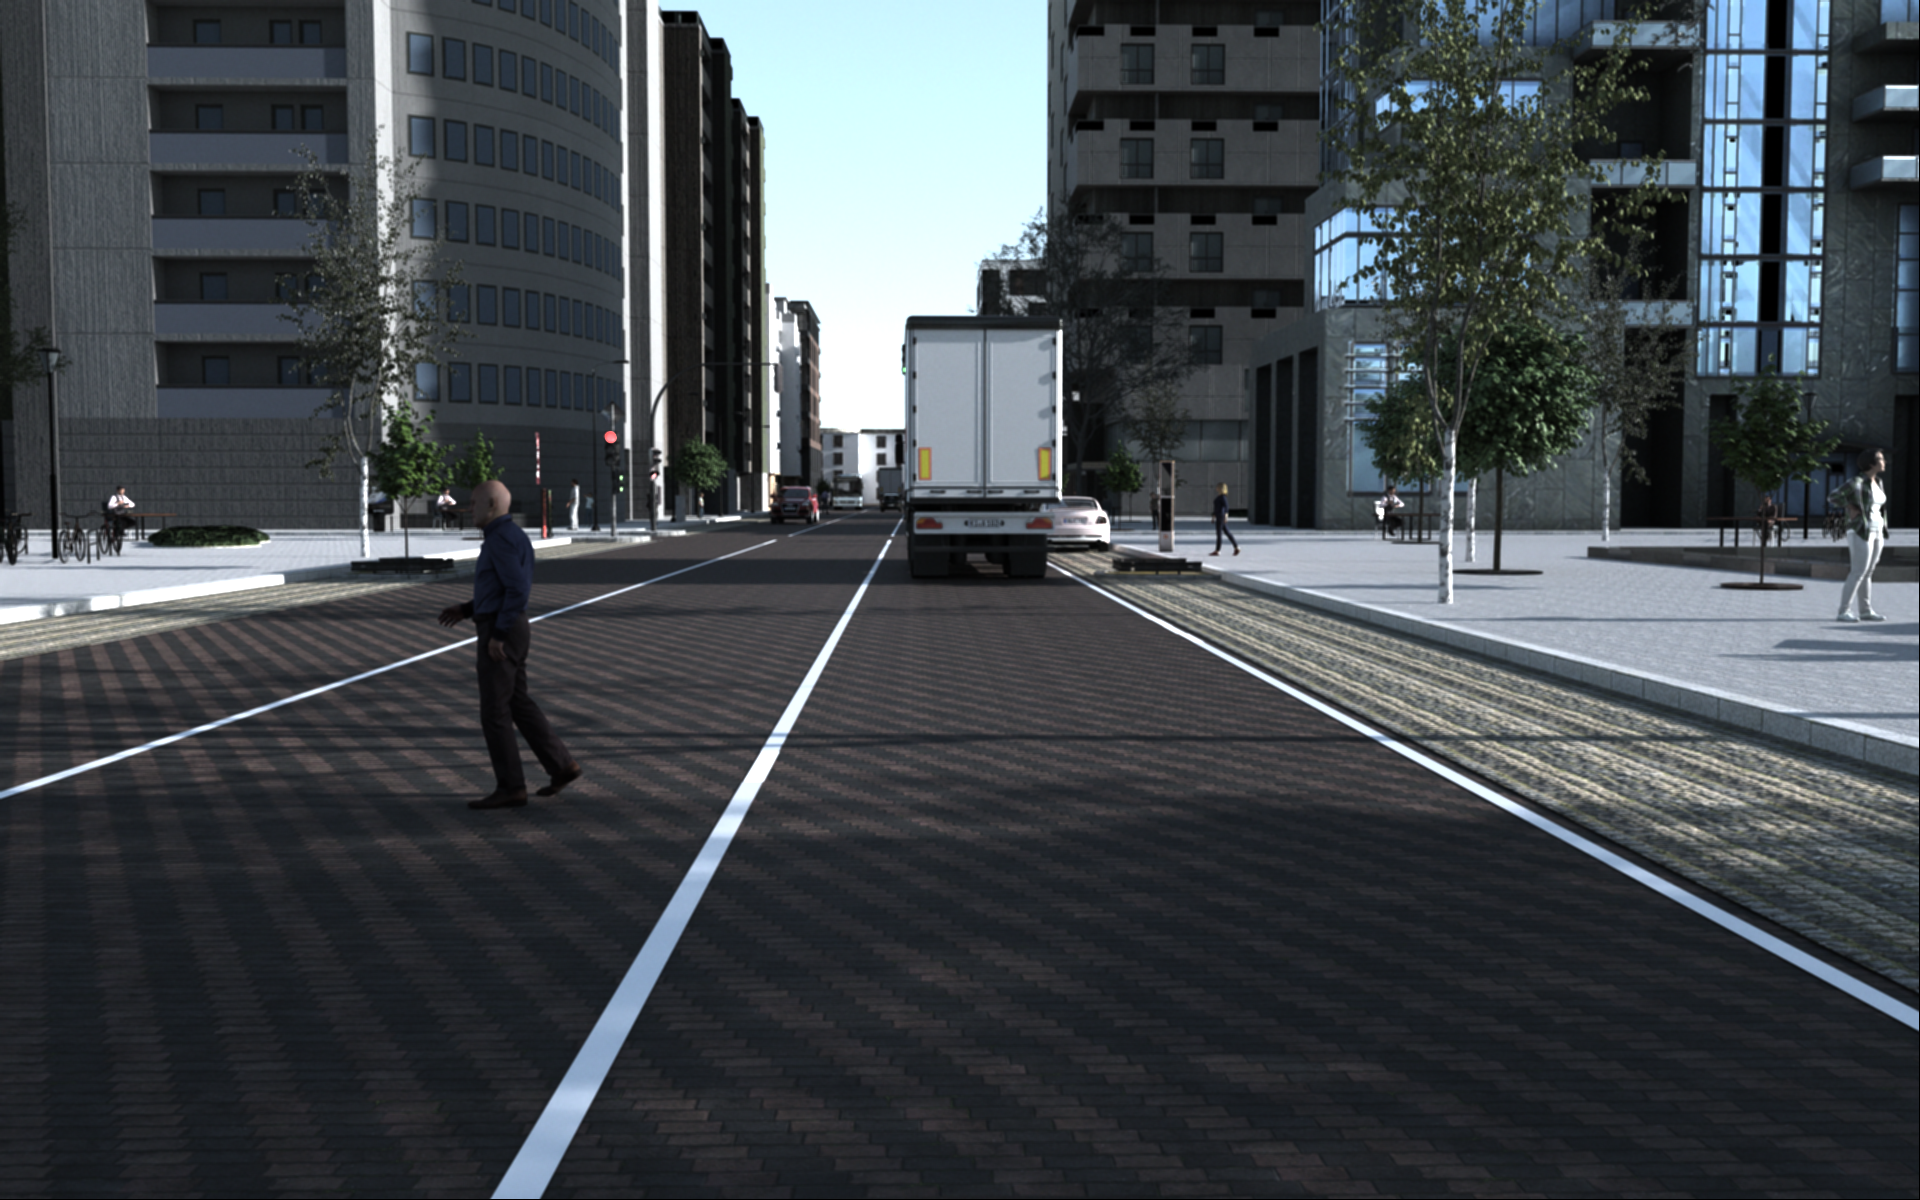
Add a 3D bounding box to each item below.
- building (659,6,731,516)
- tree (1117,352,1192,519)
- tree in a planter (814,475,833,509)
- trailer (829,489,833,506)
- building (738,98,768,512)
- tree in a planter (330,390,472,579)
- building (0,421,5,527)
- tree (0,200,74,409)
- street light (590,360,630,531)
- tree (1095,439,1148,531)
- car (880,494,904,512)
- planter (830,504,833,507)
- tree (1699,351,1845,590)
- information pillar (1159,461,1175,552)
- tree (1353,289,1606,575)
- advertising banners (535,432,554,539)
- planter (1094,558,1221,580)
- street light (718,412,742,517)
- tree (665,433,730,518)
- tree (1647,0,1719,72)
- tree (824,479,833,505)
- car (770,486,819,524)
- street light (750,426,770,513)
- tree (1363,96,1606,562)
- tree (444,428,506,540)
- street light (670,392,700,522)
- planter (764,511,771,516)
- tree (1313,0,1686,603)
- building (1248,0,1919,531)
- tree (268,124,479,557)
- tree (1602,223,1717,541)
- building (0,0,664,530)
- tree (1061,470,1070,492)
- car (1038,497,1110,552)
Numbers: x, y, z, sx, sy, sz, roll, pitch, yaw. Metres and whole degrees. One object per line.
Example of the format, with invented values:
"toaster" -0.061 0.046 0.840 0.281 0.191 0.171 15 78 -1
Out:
"building" -21.382 -20.359 104.578 14.160 30.474 14.107 0 4 -1
"tree" 10.004 -8.402 87.741 4.360 8.622 3.978 0 3 0
"tree in a planter" -12.917 -10.112 162.558 1.991 3.239 1.994 0 4 -1
"trailer" -13.965 -11.435 194.004 1.471 1.999 3.904 0 4 -1
"building" -21.767 -21.709 126.642 14.160 30.474 14.107 0 4 -1
"tree in a planter" -9.572 -1.996 29.860 1.991 3.239 1.994 0 4 -1
"building" -47.486 -38.341 65.135 20.611 71.187 20.563 0 4 -1
"tree" -28.528 -6.914 47.455 8.767 10.594 7.601 1 4 12
"street light" -12.125 -5.351 60.034 1.470 5.913 1.316 0 4 -1
"tree" 5.473 -4.032 60.533 1.663 3.219 1.824 0 3 0
"car" -5.523 -7.966 140.024 2.009 1.686 4.222 0 4 0
"planter" -13.626 -10.362 190.556 1.991 0.319 1.994 0 4 -1
"tree" 11.040 -1.764 23.440 1.663 3.219 1.824 0 3 0
"information pillar" 4.593 -2.078 38.468 0.304 2.012 0.304 1 4 13
"tree" 8.636 -2.709 28.007 4.285 4.588 4.351 0 3 0
"advertising banners" -11.891 -3.259 49.476 0.090 3.025 2.074 0 4 -1
"planter" 3.324 -0.525 29.731 1.991 0.319 1.994 0 4 -1
"street light" -13.069 -7.697 98.391 1.470 5.913 1.316 0 4 -1
"tree" -14.093 -6.713 93.475 4.285 4.588 4.351 0 3 0
"tree" 7.164 -6.058 9.425 12.009 13.543 11.850 0 3 0
"tree" -16.593 -13.352 212.905 1.663 3.219 1.824 0 3 0
"car" -8.102 -4.675 85.111 2.281 1.827 5.304 0 3 0
"street light" -13.551 -8.870 117.570 1.470 5.913 1.316 0 4 -1
"tree" 9.725 -5.048 32.900 4.360 8.622 3.978 0 3 0
"tree" -13.441 -3.317 48.837 1.663 3.219 1.824 0 3 0
"street light" -12.589 -6.524 79.213 1.470 5.913 1.316 0 4 -1
"planter" -11.645 -5.567 112.159 1.991 0.319 1.994 0 4 -1
"tree" 5.934 -4.275 20.266 4.737 8.622 4.395 0 3 0
"building" 27.838 -46.275 69.276 31.000 86.520 22.319 0 4 -1
"tree" -12.139 -5.202 35.409 4.360 8.622 3.978 0 3 0
"tree" 17.891 -5.918 47.119 4.360 8.622 3.978 0 3 0
"building" -25.606 -32.569 74.501 21.231 58.520 28.212 0 4 -1
"tree" 4.754 -5.609 86.314 1.663 3.219 1.824 0 3 0
"car" 2.744 -1.931 43.940 2.083 1.381 4.827 0 4 0
